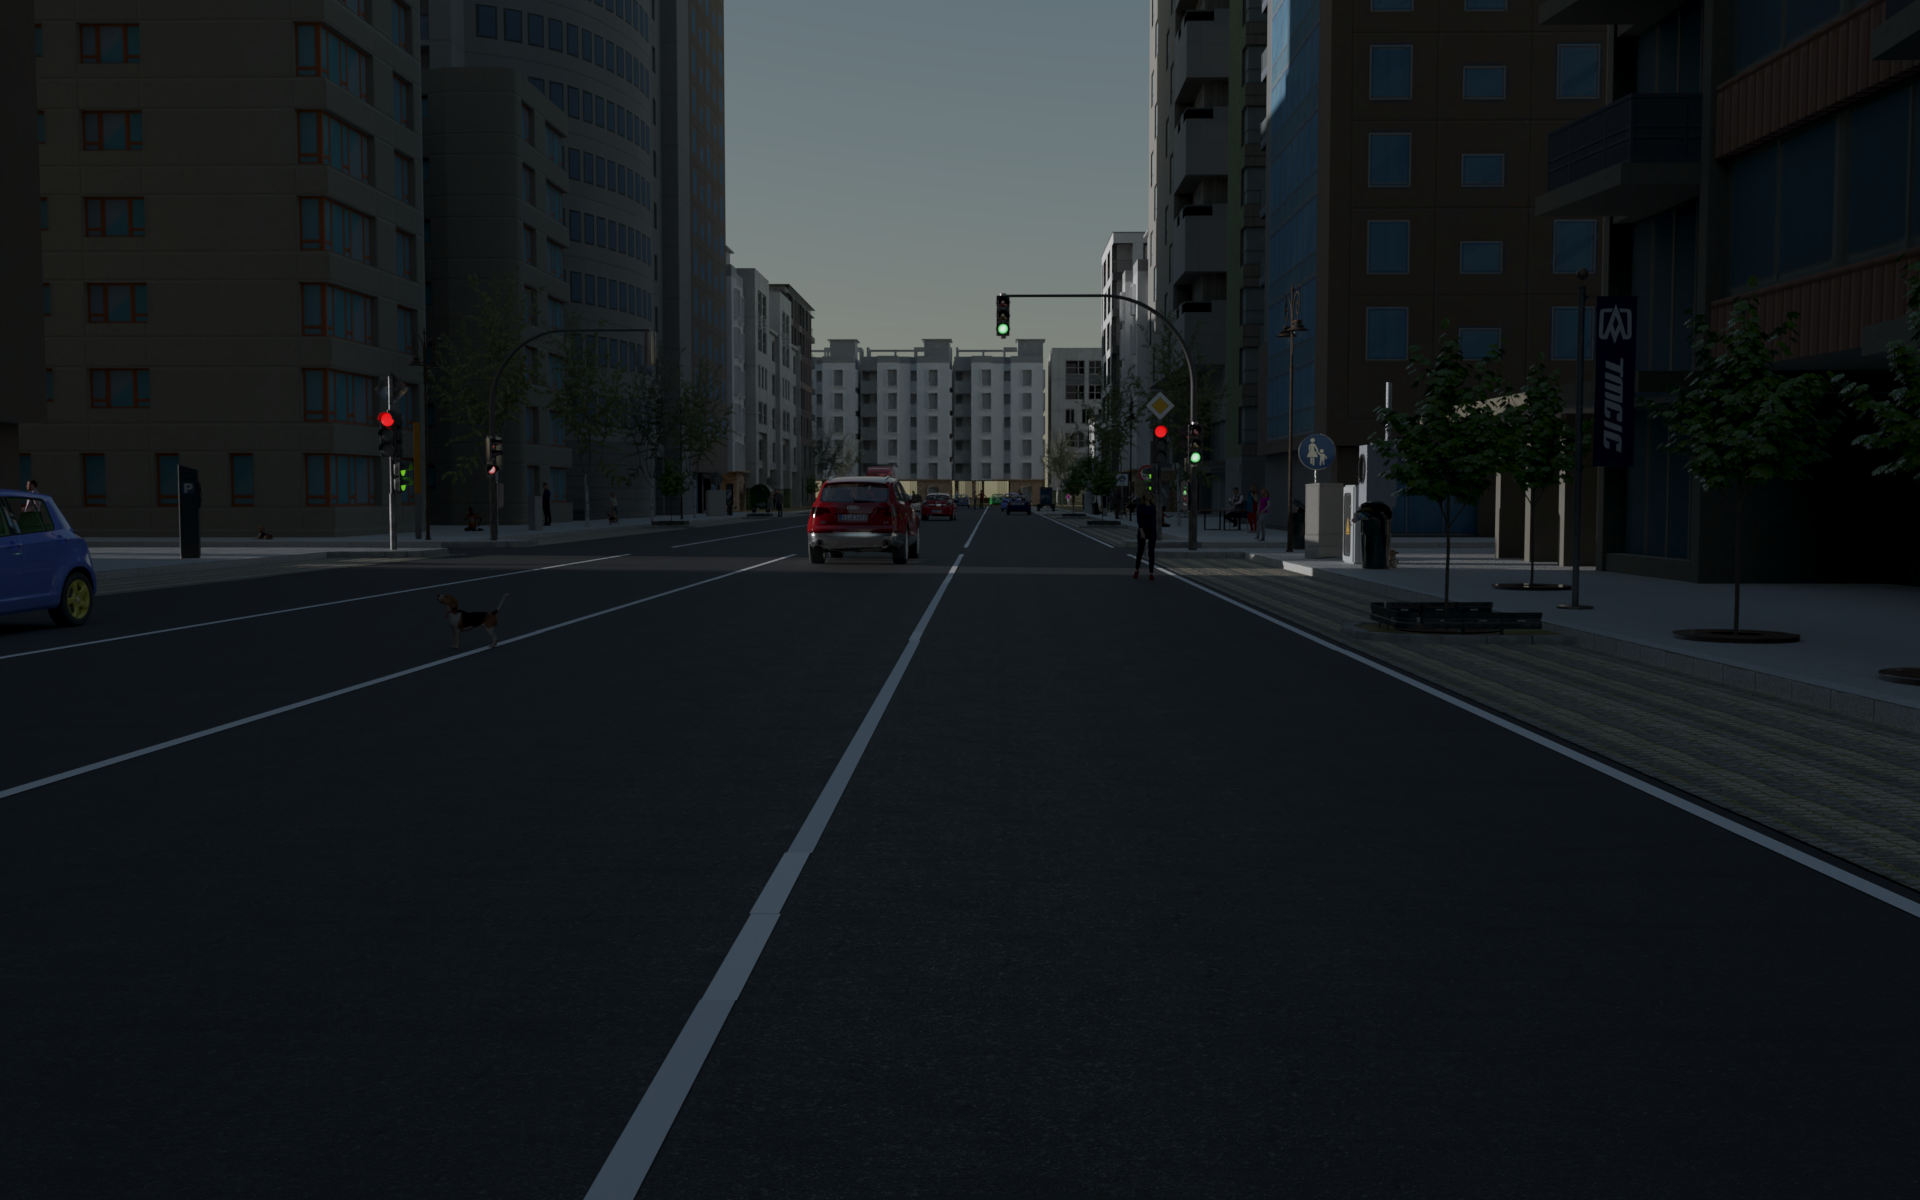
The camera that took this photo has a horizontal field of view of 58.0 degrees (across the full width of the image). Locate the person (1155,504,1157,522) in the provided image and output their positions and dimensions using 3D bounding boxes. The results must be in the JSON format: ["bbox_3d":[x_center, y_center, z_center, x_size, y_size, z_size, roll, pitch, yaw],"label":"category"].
[{"bbox_3d":[8.762,-3.941,78.396,0.695,0.859,0.347,-2,4,-34],"label":"person"}]

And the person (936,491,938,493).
[{"bbox_3d":[-2.317,-10.487,180.499,0.617,1.759,0.750,-3,5,-42],"label":"person"}]

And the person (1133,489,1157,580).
[{"bbox_3d":[3.098,-1.105,29.113,0.480,1.512,0.613,-3,5,-39],"label":"person"}]

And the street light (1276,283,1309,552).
[{"bbox_3d":[7.301,-3.999,38.179,0.468,5.910,1.993,0,4,1],"label":"street light"}]

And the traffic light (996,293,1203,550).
[{"bbox_3d":[3.193,-3.956,39.351,4.771,5.953,1.251,0,4,1],"label":"traffic light"}]

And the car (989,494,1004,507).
[{"bbox_3d":[4.269,-11.434,195.745,1.959,1.807,4.718,0,4,1],"label":"car"}]

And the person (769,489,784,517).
[{"bbox_3d":[-11.151,-5.891,105.347,0.750,1.759,0.617,-2,4,-31],"label":"person"}]

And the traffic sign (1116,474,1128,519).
[{"bbox_3d":[8.238,-5.256,88.062,0.606,2.300,0.079,0,4,6],"label":"traffic sign"}]

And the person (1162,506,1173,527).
[{"bbox_3d":[7.952,-3.237,67.258,0.655,0.850,0.859,-1,4,-16],"label":"person"}]

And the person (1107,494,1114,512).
[{"bbox_3d":[10.516,-7.129,122.466,0.709,1.838,0.599,1,4,13],"label":"person"}]

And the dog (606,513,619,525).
[{"bbox_3d":[-14.453,-3.381,72.118,0.540,0.507,0.406,-1,4,-13],"label":"dog"}]

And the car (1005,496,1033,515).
[{"bbox_3d":[4.079,-6.596,120.418,1.945,1.354,3.894,0,4,1],"label":"car"}]

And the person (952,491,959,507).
[{"bbox_3d":[-0.345,-11.476,196.220,1.350,1.814,0.705,-2,4,-26],"label":"person"}]

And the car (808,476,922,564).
[{"bbox_3d":[-2.009,-1.745,37.197,2.281,1.827,5.304,0,4,3],"label":"car"}]

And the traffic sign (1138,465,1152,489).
[{"bbox_3d":[8.124,-4.599,75.300,0.768,2.556,0.104,0,4,3],"label":"traffic sign"}]

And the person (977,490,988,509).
[{"bbox_3d":[2.054,-9.637,166.002,1.348,1.831,0.705,0,4,5],"label":"person"}]

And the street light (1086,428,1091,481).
[{"bbox_3d":[9.023,-9.106,121.664,0.468,5.910,1.993,0,4,1],"label":"street light"}]

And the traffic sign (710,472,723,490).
[{"bbox_3d":[-14.197,-6.164,100.894,0.768,2.556,0.104,0,4,4],"label":"traffic sign"}]

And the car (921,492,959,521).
[{"bbox_3d":[-1.147,-5.265,95.131,2.155,1.783,4.494,0,4,3],"label":"car"}]

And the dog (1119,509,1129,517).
[{"bbox_3d":[8.566,-4.544,91.119,0.540,0.507,0.406,-2,4,-29],"label":"dog"}]

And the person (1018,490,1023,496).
[{"bbox_3d":[5.113,-8.560,148.899,0.568,1.767,0.683,-2,4,-30],"label":"person"}]

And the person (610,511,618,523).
[{"bbox_3d":[-15.329,-3.673,76.575,0.381,0.543,0.357,1,4,9],"label":"person"}]

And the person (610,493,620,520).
[{"bbox_3d":[-16.711,-4.527,83.967,0.340,1.345,0.435,2,4,35],"label":"person"}]

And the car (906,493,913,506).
[{"bbox_3d":[-4.104,-6.569,116.999,1.945,1.707,3.694,0,4,3],"label":"car"}]

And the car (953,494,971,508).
[{"bbox_3d":[0.158,-10.090,176.967,2.014,1.417,4.499,0,4,1],"label":"car"}]

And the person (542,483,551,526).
[{"bbox_3d":[-16.715,-3.849,69.680,0.504,1.737,0.576,-3,5,-43],"label":"person"}]

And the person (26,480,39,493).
[{"bbox_3d":[-19.961,-1.790,37.260,0.435,1.587,0.963,-3,5,-40],"label":"person"}]

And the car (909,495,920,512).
[{"bbox_3d":[-4.173,-7.709,138.402,2.083,1.381,4.827,0,4,2],"label":"car"}]

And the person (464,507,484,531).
[{"bbox_3d":[-16.878,-2.782,59.820,0.859,0.850,0.655,1,4,9],"label":"person"}]

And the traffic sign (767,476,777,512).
[{"bbox_3d":[-13.431,-7.555,123.637,0.768,2.556,0.104,0,4,1],"label":"traffic sign"}]

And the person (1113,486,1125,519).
[{"bbox_3d":[8.200,-5.046,89.237,0.600,1.739,0.565,-3,5,-40],"label":"person"}]

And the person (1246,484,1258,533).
[{"bbox_3d":[9.619,-3.015,57.048,0.444,1.614,0.593,1,4,18],"label":"person"}]

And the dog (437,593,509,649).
[{"bbox_3d":[-4.529,0.194,16.122,0.406,0.507,0.540,2,4,26],"label":"dog"}]

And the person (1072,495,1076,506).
[{"bbox_3d":[12.356,-11.036,187.217,0.721,1.736,1.217,1,4,14],"label":"person"}]

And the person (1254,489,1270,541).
[{"bbox_3d":[8.106,-2.301,46.899,0.776,1.435,0.726,-2,4,-28],"label":"person"}]

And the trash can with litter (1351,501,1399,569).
[{"bbox_3d":[7.196,-1.131,29.887,0.624,1.170,1.055,2,4,30],"label":"trash can with litter"}]

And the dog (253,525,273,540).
[{"bbox_3d":[-19.621,-1.898,48.763,0.550,0.427,0.748,-2,4,-24],"label":"dog"}]

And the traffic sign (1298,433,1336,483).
[{"bbox_3d":[7.511,-2.226,36.505,0.768,2.556,0.104,1,4,8],"label":"traffic sign"}]

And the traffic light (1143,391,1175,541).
[{"bbox_3d":[5.447,-3.579,47.434,0.839,4.253,0.868,0,4,1],"label":"traffic light"}]

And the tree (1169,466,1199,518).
[{"bbox_3d":[12.388,-6.109,94.477,1.663,3.219,1.824,0,3,0],"label":"tree"}]

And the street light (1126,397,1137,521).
[{"bbox_3d":[8.118,-6.697,82.288,0.468,5.910,1.993,0,4,1],"label":"street light"}]

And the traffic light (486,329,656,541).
[{"bbox_3d":[-10.778,-4.472,47.779,4.771,5.953,1.251,0,4,1],"label":"traffic light"}]

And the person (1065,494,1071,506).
[{"bbox_3d":[11.913,-11.101,190.762,0.599,1.433,0.991,-3,5,-43],"label":"person"}]

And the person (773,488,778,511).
[{"bbox_3d":[-14.403,-7.816,134.553,1.217,1.735,0.721,2,4,27],"label":"person"}]

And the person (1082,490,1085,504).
[{"bbox_3d":[11.716,-9.527,162.545,0.721,1.736,1.217,2,4,28],"label":"person"}]

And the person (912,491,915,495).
[{"bbox_3d":[-4.200,-8.819,153.408,0.721,1.735,1.217,2,4,28],"label":"person"}]

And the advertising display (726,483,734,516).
[{"bbox_3d":[-13.698,-5.981,102.997,0.123,1.923,0.974,-2,4,-28],"label":"advertising display"}]

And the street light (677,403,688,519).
[{"bbox_3d":[-14.110,-7.026,87.665,0.468,5.910,1.993,0,4,1],"label":"street light"}]

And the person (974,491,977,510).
[{"bbox_3d":[1.459,-9.126,158.421,0.721,1.736,1.217,0,4,-6],"label":"person"}]

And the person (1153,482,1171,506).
[{"bbox_3d":[8.359,-4.010,71.761,0.875,1.805,0.789,3,5,39],"label":"person"}]

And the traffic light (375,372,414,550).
[{"bbox_3d":[-13.032,-3.112,39.802,0.839,4.253,0.868,0,4,1],"label":"traffic light"}]

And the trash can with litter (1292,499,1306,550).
[{"bbox_3d":[8.140,-1.756,40.104,1.055,1.170,0.624,2,4,25],"label":"trash can with litter"}]

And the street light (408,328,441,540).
[{"bbox_3d":[-14.883,-4.618,48.287,0.468,5.910,1.993,0,4,1],"label":"street light"}]

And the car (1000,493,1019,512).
[{"bbox_3d":[4.259,-8.195,143.583,1.945,1.707,3.694,0,4,1],"label":"car"}]

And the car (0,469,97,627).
[{"bbox_3d":[-10.443,-0.485,17.522,1.945,1.707,3.694,0,4,3],"label":"car"}]

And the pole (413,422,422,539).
[{"bbox_3d":[-15.434,-3.390,49.266,0.158,3.312,0.155,0,3,0],"label":"pole"}]
